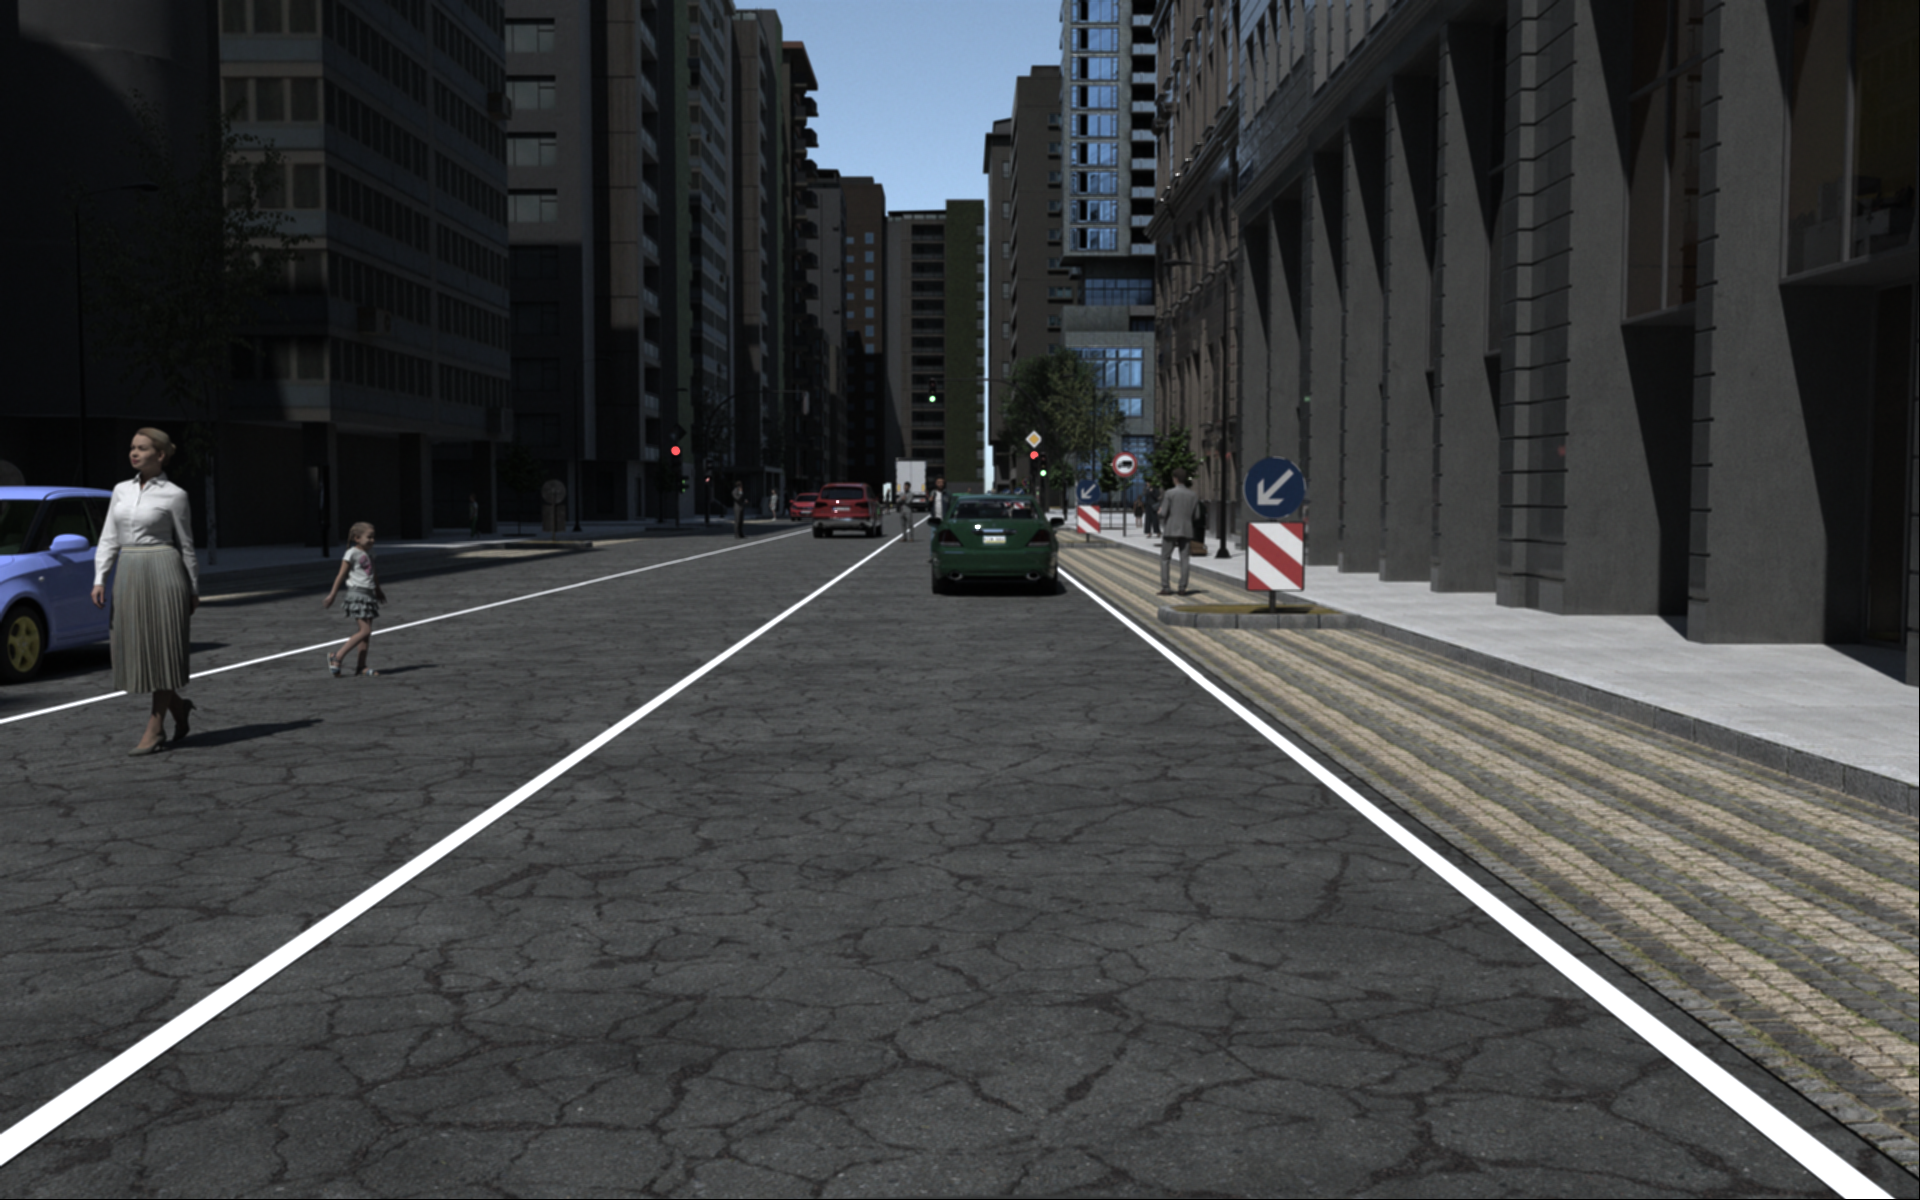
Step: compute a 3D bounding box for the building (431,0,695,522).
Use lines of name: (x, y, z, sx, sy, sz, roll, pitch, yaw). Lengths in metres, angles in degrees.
building: (-21.229, -24.529, 84.636, 14.154, 41.232, 14.086, 0, 3, 0)

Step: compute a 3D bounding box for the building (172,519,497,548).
building: (-26.360, -21.887, 49.741, 23.993, 40.220, 32.217, 0, 3, 0)

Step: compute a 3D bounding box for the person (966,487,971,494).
person: (0.469, -5.888, 104.684, 0.836, 1.842, 0.656, 0, 4, 3)

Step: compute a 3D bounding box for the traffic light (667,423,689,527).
traffic light: (-11.129, -4.852, 68.251, 0.839, 4.253, 0.868, 0, 3, 0)

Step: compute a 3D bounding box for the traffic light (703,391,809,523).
traffic light: (-9.031, -6.214, 76.269, 4.771, 5.953, 1.251, 0, 3, 0)

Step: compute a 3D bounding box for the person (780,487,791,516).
person: (-10.998, -6.174, 109.218, 0.755, 1.850, 0.659, 0, 4, 6)

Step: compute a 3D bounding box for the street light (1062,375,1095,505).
street light: (4.673, -5.806, 67.463, 1.470, 5.913, 1.316, 0, 3, 0)

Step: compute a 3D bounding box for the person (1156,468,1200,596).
person: (3.028, -0.957, 24.345, 0.606, 1.804, 0.583, -2, 4, -24)

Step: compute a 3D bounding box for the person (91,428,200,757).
person: (-4.508, -0.060, 9.712, 0.478, 1.798, 0.641, 1, 4, 14)

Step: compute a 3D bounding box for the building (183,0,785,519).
building: (-28.188, -25.675, 111.661, 32.217, 40.220, 23.993, 0, 3, 0)

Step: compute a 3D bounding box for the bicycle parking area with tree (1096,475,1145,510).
bicycle parking area with tree: (15.589, -9.728, 146.053, 9.016, 4.147, 8.231, 0, 4, -3)

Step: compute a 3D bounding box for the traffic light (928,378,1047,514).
traffic light: (1.140, -5.715, 68.115, 4.771, 5.953, 1.251, 0, 3, 0)

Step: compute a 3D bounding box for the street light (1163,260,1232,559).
street light: (4.719, -3.788, 34.467, 1.470, 5.913, 1.316, 0, 3, 0)

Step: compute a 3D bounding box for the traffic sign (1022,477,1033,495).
traffic sign: (5.006, -7.857, 128.570, 0.768, 2.556, 0.104, 0, 4, 4)

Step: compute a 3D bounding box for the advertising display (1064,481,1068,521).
advertising display: (5.111, -4.790, 83.531, 0.123, 1.923, 0.974, 1, 4, 10)

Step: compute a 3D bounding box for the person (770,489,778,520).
person: (-10.114, -5.179, 94.185, 0.522, 1.701, 0.512, -3, 5, -43)

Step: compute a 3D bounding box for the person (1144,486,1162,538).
person: (5.633, -2.711, 50.796, 0.576, 1.772, 0.534, 2, 4, 35)

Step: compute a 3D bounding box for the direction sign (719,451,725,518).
direction sign: (-12.707, -6.138, 92.349, 0.379, 3.537, 0.876, 0, 4, 5)

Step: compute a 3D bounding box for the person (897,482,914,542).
person: (-1.640, -2.646, 51.944, 0.511, 1.800, 0.466, 1, 4, 23)

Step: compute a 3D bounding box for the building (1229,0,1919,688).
building: (11.748, -15.112, 24.577, 11.434, 29.767, 29.804, 0, 3, 0)

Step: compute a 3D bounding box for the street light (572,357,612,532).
street light: (-12.531, -5.286, 58.975, 1.470, 5.913, 1.316, 0, 3, 0)

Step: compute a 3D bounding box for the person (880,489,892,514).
person: (-5.306, -6.900, 121.534, 0.699, 1.804, 1.509, 3, 5, 45)

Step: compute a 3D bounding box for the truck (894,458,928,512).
truck: (-3.932, -9.195, 139.253, 2.839, 4.237, 11.283, 0, 4, -2)

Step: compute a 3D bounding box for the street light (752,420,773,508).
street light: (-12.493, -8.354, 109.124, 1.470, 5.913, 1.316, 0, 3, 0)

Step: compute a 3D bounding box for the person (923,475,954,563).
person: (-0.355, -1.618, 34.935, 0.794, 1.824, 0.713, 3, 5, 40)

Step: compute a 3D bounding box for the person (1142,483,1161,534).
person: (6.192, -3.053, 55.764, 0.655, 1.846, 0.447, 0, 4, 1)

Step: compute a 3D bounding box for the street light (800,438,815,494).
street light: (-12.617, -10.419, 142.898, 1.470, 5.913, 1.316, 0, 3, 0)

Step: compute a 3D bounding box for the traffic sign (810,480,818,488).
traffic sign: (-12.779, -9.267, 151.614, 0.768, 2.556, 0.104, 1, 4, 8)

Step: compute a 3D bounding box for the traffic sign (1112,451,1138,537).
traffic sign: (4.936, -3.167, 51.887, 0.768, 2.556, 0.104, 0, 4, 4)

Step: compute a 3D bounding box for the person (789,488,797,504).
person: (-10.840, -6.346, 112.452, 0.583, 1.804, 0.606, 0, 4, 2)

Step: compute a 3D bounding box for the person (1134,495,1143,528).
person: (6.857, -3.409, 66.451, 0.362, 1.253, 0.373, 1, 4, 14)

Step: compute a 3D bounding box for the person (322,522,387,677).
person: (-4.750, -0.010, 13.671, 0.382, 1.210, 0.505, 1, 4, 13)

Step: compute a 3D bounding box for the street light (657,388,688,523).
street light: (-12.634, -6.336, 76.128, 1.470, 5.913, 1.316, 0, 3, 0)

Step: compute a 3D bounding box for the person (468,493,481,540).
person: (-13.710, -2.359, 48.858, 0.306, 1.304, 0.590, 1, 4, 22)

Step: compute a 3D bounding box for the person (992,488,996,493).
person: (2.063, -6.044, 107.494, 0.728, 1.800, 0.709, 3, 5, 41)

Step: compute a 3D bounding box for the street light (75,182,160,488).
street light: (-12.633, -3.268, 25.979, 1.470, 5.913, 1.316, 0, 3, 0)

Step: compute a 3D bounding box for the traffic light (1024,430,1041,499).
traffic light: (3.238, -5.341, 76.240, 0.839, 4.253, 0.868, 0, 3, 0)

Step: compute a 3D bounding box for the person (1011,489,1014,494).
person: (5.404, -10.506, 177.786, 1.348, 1.831, 0.705, 3, 5, 43)

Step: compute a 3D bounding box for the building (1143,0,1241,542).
building: (12.914, -15.629, 52.792, 12.463, 27.353, 25.104, 0, 3, 0)

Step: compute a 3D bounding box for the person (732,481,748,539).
person: (-7.051, -2.906, 55.816, 0.447, 1.846, 0.655, 1, 4, 20)

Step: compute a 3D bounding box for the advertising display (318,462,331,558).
advertising display: (-12.975, -1.843, 35.353, 0.123, 1.923, 0.974, -2, 4, -26)
